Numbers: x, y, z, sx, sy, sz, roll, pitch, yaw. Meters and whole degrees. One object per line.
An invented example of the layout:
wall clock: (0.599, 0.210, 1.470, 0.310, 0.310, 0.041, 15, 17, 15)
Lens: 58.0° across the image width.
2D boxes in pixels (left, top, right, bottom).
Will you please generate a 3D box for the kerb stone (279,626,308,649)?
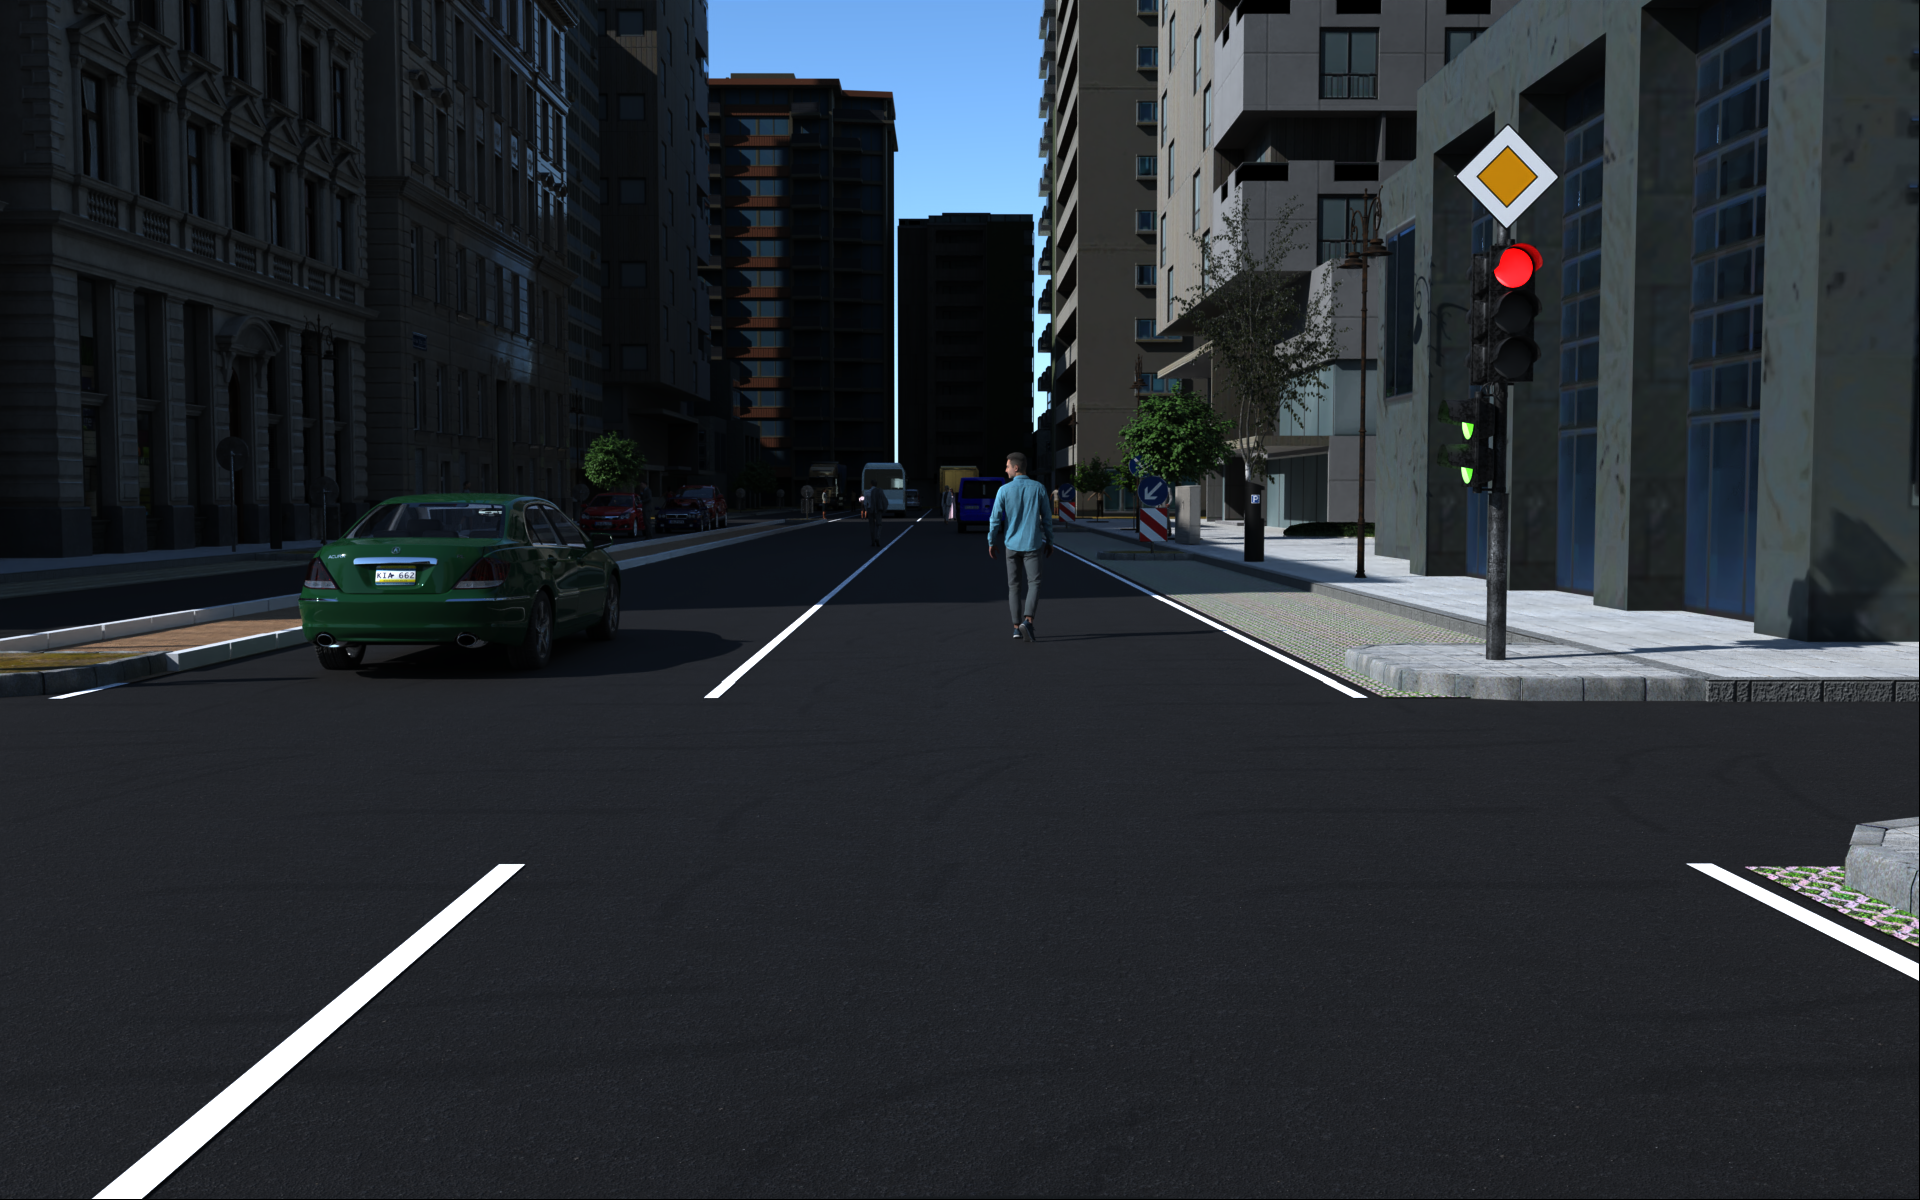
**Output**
kerb stone: (-6.354, 0.355, 16.470, 0.120, 0.150, 1.000, 0, 4, 0)

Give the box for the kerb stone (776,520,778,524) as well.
kerb stone: (-8.857, -3.658, 82.118, 0.120, 0.150, 1.000, 0, 4, 0)

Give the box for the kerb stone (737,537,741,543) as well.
kerb stone: (-6.561, -1.721, 50.326, 0.120, 0.150, 1.000, 0, 4, 0)

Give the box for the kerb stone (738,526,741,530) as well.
kerb stone: (-8.775, -2.784, 67.729, 0.120, 0.150, 1.000, 0, 4, 0)

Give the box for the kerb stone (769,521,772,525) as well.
kerb stone: (-8.827, -3.476, 79.022, 0.120, 0.150, 1.000, 0, 4, 0)

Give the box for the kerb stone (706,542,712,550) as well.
kerb stone: (-6.519, -1.343, 44.148, 0.120, 0.150, 1.000, 0, 4, 0)

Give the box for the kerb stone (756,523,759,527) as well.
kerb stone: (-8.802, -3.160, 73.890, 0.120, 0.150, 1.000, 0, 4, 0)

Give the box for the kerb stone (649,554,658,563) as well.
kerb stone: (-6.469, -0.835, 35.939, 0.120, 0.150, 1.000, 0, 4, 0)

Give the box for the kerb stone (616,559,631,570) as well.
kerb stone: (-6.451, -0.653, 32.870, 0.120, 0.150, 1.000, 0, 4, 0)

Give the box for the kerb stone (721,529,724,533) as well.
kerb stone: (-8.732, -2.471, 62.595, 0.120, 0.150, 1.000, 0, 4, 0)

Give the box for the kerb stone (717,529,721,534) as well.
kerb stone: (-8.727, -2.406, 61.573, 0.120, 0.150, 1.000, 0, 4, 0)

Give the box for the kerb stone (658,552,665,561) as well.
kerb stone: (-6.483, -0.894, 36.964, 0.120, 0.150, 1.000, 0, 4, 0)

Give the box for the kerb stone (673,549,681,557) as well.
kerb stone: (-6.488, -1.028, 39.020, 0.120, 0.150, 1.000, 0, 4, 0)

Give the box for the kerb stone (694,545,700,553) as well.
kerb stone: (-6.513, -1.217, 42.098, 0.120, 0.150, 1.000, 0, 4, 0)

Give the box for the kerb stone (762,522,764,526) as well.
kerb stone: (-8.815, -3.288, 75.955, 0.120, 0.150, 1.000, 0, 4, 0)

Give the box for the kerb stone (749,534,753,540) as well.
kerb stone: (-6.580, -1.908, 53.399, 0.120, 0.150, 1.000, 0, 4, 0)

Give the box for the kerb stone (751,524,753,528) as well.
kerb stone: (-8.792, -3.037, 71.842, 0.120, 0.150, 1.000, 0, 4, 0)

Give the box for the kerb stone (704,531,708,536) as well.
kerb stone: (-8.712, -2.220, 58.489, 0.120, 0.150, 1.000, 0, 4, 0)

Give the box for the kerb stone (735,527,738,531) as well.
kerb stone: (-8.759, -2.722, 66.698, 0.120, 0.150, 1.000, 0, 4, 0)

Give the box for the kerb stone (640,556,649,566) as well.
kerb stone: (-6.469, -0.778, 34.914, 0.120, 0.150, 1.000, 0, 4, 0)

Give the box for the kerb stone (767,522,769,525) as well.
kerb stone: (-8.831, -3.413, 77.999, 0.120, 0.150, 1.000, 0, 4, 0)

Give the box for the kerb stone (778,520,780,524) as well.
kerb stone: (-8.863, -3.728, 83.140, 0.120, 0.150, 1.000, 0, 4, 0)

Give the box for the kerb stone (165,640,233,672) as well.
kerb stone: (-6.345, 0.476, 14.419, 0.120, 0.150, 1.000, 0, 4, 0)

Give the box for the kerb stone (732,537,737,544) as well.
kerb stone: (-6.547, -1.654, 49.291, 0.120, 0.150, 1.000, 0, 4, 0)

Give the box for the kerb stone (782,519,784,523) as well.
kerb stone: (-8.879, -3.851, 85.185, 0.120, 0.150, 1.000, 0, 4, 0)

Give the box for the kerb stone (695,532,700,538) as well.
kerb stone: (-8.695, -2.095, 56.444, 0.120, 0.150, 1.000, 0, 4, 0)

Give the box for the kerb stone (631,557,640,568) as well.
kerb stone: (-6.457, -0.715, 33.892, 0.120, 0.150, 1.000, 0, 4, 0)

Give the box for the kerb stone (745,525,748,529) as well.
kerb stone: (-8.781, -2.911, 69.784, 0.120, 0.150, 1.000, 0, 4, 0)

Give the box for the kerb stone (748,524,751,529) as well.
kerb stone: (-8.779, -2.970, 70.820, 0.120, 0.150, 1.000, 0, 4, 0)

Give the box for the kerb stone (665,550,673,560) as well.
kerb stone: (-6.487, -0.965, 37.986, 0.120, 0.150, 1.000, 0, 4, 0)

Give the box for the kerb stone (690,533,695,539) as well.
kerb stone: (-8.690, -2.032, 55.422, 0.120, 0.150, 1.000, 0, 4, 0)

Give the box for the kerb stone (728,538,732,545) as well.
kerb stone: (-6.546, -1.594, 48.256, 0.120, 0.150, 1.000, 0, 4, 0)

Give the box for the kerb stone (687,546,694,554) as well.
kerb stone: (-6.506, -1.154, 41.066, 0.120, 0.150, 1.000, 0, 4, 0)

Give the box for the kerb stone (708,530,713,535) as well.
kerb stone: (-8.721, -2.283, 59.520, 0.120, 0.150, 1.000, 0, 4, 0)

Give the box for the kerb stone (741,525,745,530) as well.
kerb stone: (-8.772, -2.840, 68.752, 0.120, 0.150, 1.000, 0, 4, 0)

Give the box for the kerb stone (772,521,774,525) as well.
kerb stone: (-8.839, -3.535, 80.053, 0.120, 0.150, 1.000, 0, 4, 0)

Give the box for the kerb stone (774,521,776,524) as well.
kerb stone: (-8.846, -3.602, 81.086, 0.120, 0.150, 1.000, 0, 4, 0)

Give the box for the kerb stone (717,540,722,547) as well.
kerb stone: (-6.540, -1.466, 46.210, 0.120, 0.150, 1.000, 0, 4, 0)

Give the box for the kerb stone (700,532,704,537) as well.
kerb stone: (-8.698, -2.157, 57.467, 0.120, 0.150, 1.000, 0, 4, 0)

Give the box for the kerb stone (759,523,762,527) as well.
kerb stone: (-8.805, -3.224, 74.925, 0.120, 0.150, 1.000, 0, 4, 0)

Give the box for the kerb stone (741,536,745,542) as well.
kerb stone: (-6.560, -1.783, 51.351, 0.120, 0.150, 1.000, 0, 4, 0)

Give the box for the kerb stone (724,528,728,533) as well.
kerb stone: (-8.747, -2.533, 63.618, 0.120, 0.150, 1.000, 0, 4, 0)

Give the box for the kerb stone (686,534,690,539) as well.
kerb stone: (-8.691, -1.969, 54.394, 0.120, 0.150, 1.000, 0, 4, 0)

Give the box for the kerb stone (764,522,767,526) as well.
kerb stone: (-8.818, -3.351, 76.977, 0.120, 0.150, 1.000, 0, 4, 0)

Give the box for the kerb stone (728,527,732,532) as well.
kerb stone: (-8.740, -2.596, 64.645, 0.120, 0.150, 1.000, 0, 4, 0)

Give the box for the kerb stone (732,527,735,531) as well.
kerb stone: (-8.753, -2.659, 65.670, 0.120, 0.150, 1.000, 0, 4, 0)

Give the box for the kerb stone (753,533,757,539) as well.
kerb stone: (-6.582, -1.971, 54.425, 0.120, 0.150, 1.000, 0, 4, 0)

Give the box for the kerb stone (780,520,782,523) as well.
kerb stone: (-8.877, -3.788, 84.163, 0.120, 0.150, 1.000, 0, 4, 0)

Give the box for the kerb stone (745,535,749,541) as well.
kerb stone: (-6.568, -1.846, 52.375, 0.120, 0.150, 1.000, 0, 4, 0)

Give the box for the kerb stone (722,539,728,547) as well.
kerb stone: (-6.534, -1.529, 47.232, 0.120, 0.150, 1.000, 0, 4, 0)

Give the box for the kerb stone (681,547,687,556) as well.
kerb stone: (-6.496, -1.092, 40.044, 0.120, 0.150, 1.000, 0, 4, 0)

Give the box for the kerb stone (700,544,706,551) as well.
kerb stone: (-6.516, -1.280, 43.125, 0.120, 0.150, 1.000, 0, 4, 0)

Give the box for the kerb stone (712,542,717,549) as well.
kerb stone: (-6.527, -1.406, 45.187, 0.120, 0.150, 1.000, 0, 4, 0)

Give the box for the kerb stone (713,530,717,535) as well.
kerb stone: (-8.722, -2.346, 60.551, 0.120, 0.150, 1.000, 0, 4, 0)

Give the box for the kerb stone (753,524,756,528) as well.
kerb stone: (-8.794, -3.099, 72.864, 0.120, 0.150, 1.000, 0, 4, 0)

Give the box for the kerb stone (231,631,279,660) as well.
kerb stone: (-6.353, 0.413, 15.447, 0.120, 0.150, 1.000, 0, 4, 0)
